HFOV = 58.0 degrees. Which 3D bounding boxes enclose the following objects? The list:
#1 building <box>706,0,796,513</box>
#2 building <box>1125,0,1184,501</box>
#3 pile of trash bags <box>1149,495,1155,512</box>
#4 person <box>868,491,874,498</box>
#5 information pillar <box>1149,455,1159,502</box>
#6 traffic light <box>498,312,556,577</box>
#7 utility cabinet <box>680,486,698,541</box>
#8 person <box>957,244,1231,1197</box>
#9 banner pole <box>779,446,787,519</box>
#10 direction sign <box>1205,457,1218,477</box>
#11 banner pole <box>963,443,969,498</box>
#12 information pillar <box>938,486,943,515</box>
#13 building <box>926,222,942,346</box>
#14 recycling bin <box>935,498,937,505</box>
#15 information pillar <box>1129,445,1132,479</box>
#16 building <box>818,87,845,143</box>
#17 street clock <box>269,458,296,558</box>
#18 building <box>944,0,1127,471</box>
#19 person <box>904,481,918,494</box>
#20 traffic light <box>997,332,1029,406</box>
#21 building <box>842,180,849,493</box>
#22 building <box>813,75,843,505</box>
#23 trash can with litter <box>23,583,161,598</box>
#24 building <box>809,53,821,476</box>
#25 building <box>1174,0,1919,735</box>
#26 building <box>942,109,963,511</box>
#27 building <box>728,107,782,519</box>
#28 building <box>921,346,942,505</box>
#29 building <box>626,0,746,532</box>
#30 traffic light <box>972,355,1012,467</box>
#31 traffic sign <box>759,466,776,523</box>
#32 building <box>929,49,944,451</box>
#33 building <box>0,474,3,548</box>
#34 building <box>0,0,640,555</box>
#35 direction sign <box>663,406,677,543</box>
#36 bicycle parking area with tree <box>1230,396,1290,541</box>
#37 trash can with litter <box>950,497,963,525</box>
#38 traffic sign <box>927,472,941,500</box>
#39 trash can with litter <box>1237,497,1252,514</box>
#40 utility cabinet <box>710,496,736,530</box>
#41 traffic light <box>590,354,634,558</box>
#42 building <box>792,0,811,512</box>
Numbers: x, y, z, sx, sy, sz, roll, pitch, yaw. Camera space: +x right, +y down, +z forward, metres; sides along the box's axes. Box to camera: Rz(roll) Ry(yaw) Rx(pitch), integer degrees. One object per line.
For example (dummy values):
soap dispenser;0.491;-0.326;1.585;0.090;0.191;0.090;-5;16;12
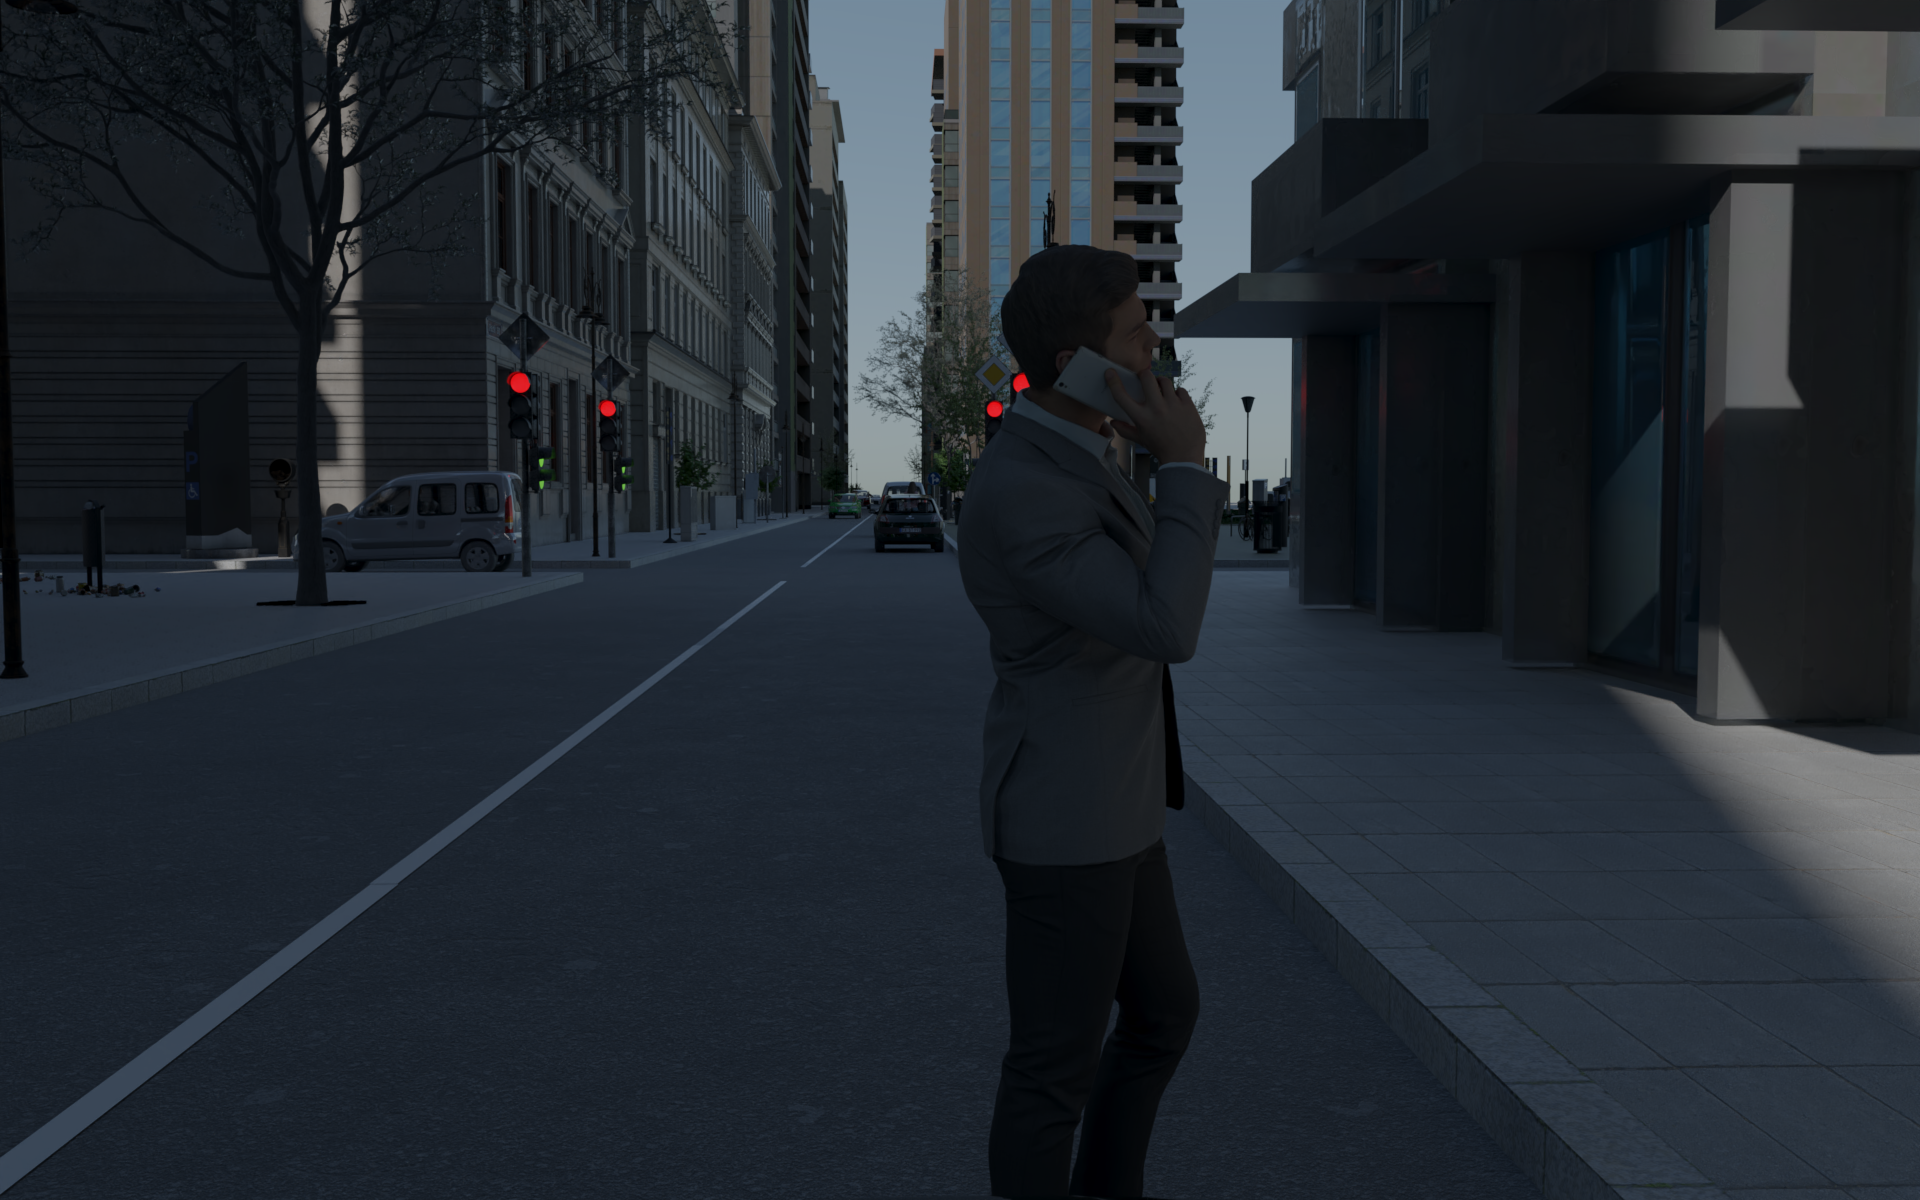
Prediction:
building;-18.591;-26.457;116.167;14.154;41.232;14.086;0;4;-2
building;7.063;-28.649;118.523;14.600;45.320;14.200;0;4;-2
pile of trash bags;6.560;-3.283;63.430;1.912;1.369;3.447;1;4;8
person;-12.215;-13.678;232.152;1.348;1.821;0.705;1;4;9
information pillar;10.259;-6.123;91.473;0.504;3.616;0.183;-1;4;-12
traffic light;-6.711;-2.316;26.784;0.839;4.253;0.868;0;4;-2
utility cabinet;-7.376;-2.356;47.200;0.318;1.500;1.173;0;4;-1
person;0.223;0.360;2.793;0.473;1.802;0.592;1;4;20
banner pole;-9.299;-6.121;90.102;0.401;3.779;0.863;1;4;14
direction sign;15.492;-7.035;107.016;0.876;3.537;0.379;-1;4;-18
banner pole;0.287;-5.806;84.952;0.401;3.779;0.863;-1;4;-22
information pillar;-1.182;-6.375;108.722;0.304;2.012;0.304;-1;4;-12
building;1.845;-35.389;262.201;14.154;41.232;14.086;0;4;-2
recycling bin;-1.834;-5.914;109.255;0.722;1.027;0.722;0;4;-2
information pillar;8.188;-5.611;83.098;0.183;3.616;0.504;1;4;9
building;-29.780;-39.094;228.424;28.713;52.752;27.495;0;4;-2
street clock;-13.685;-1.863;35.026;0.471;2.002;0.358;0;4;1
building;5.719;-30.436;147.746;14.600;45.320;14.200;0;4;-2
person;-1.436;-2.706;52.756;0.555;1.821;0.388;0;4;-5
traffic light;0.945;-2.333;27.067;0.839;4.253;0.868;0;4;-2
building;-27.333;-38.499;253.155;21.300;48.544;21.600;0;4;-2
building;-25.284;-35.504;204.193;21.300;48.544;21.600;0;4;-2
trash can with litter;-11.075;-0.677;22.121;1.678;1.210;2.233;-3;5;-40
building;-25.091;-33.038;159.774;23.786;49.044;30.456;0;4;-2
building;14.562;-23.892;10.251;23.786;49.044;30.456;0;4;-2
building;5.586;-22.135;133.610;14.160;30.474;14.107;0;4;-2
building;-16.072;-16.361;96.380;11.050;23.489;19.941;0;4;-2
building;9.135;-22.788;217.630;27.650;21.520;28.899;0;4;-2
building;-18.148;-14.561;71.355;16.112;22.955;30.059;0;4;-2
traffic light;0.665;-2.821;35.047;0.839;4.253;0.868;0;4;-2
traffic sign;-8.618;-4.731;77.451;0.768;2.556;0.104;0;4;-1
building;8.171;-31.552;170.502;22.147;44.769;28.867;0;4;-2
building;-30.632;-12.870;40.098;15.834;23.373;12.332;0;4;-2
building;-15.397;-12.828;45.889;11.583;22.565;21.152;0;4;-2
direction sign;-7.585;-3.255;45.210;0.379;3.537;0.876;0;4;0
bicycle parking area with tree;10.856;-3.841;49.811;8.231;4.147;9.016;3;5;40
trash can with litter;0.153;-3.668;71.351;1.055;1.170;0.624;-3;5;-42
traffic sign;-1.503;-6.135;100.412;0.768;2.556;0.104;0;3;0
trash can with litter;13.623;-4.464;84.381;1.055;1.170;0.624;-1;4;-21
utility cabinet;-8.465;-3.100;61.850;0.306;1.237;1.020;3;5;40
traffic light;-6.991;-2.804;34.764;0.839;4.253;0.868;0;4;-2
building;-22.818;-31.203;133.873;21.300;48.544;21.600;0;4;-2
